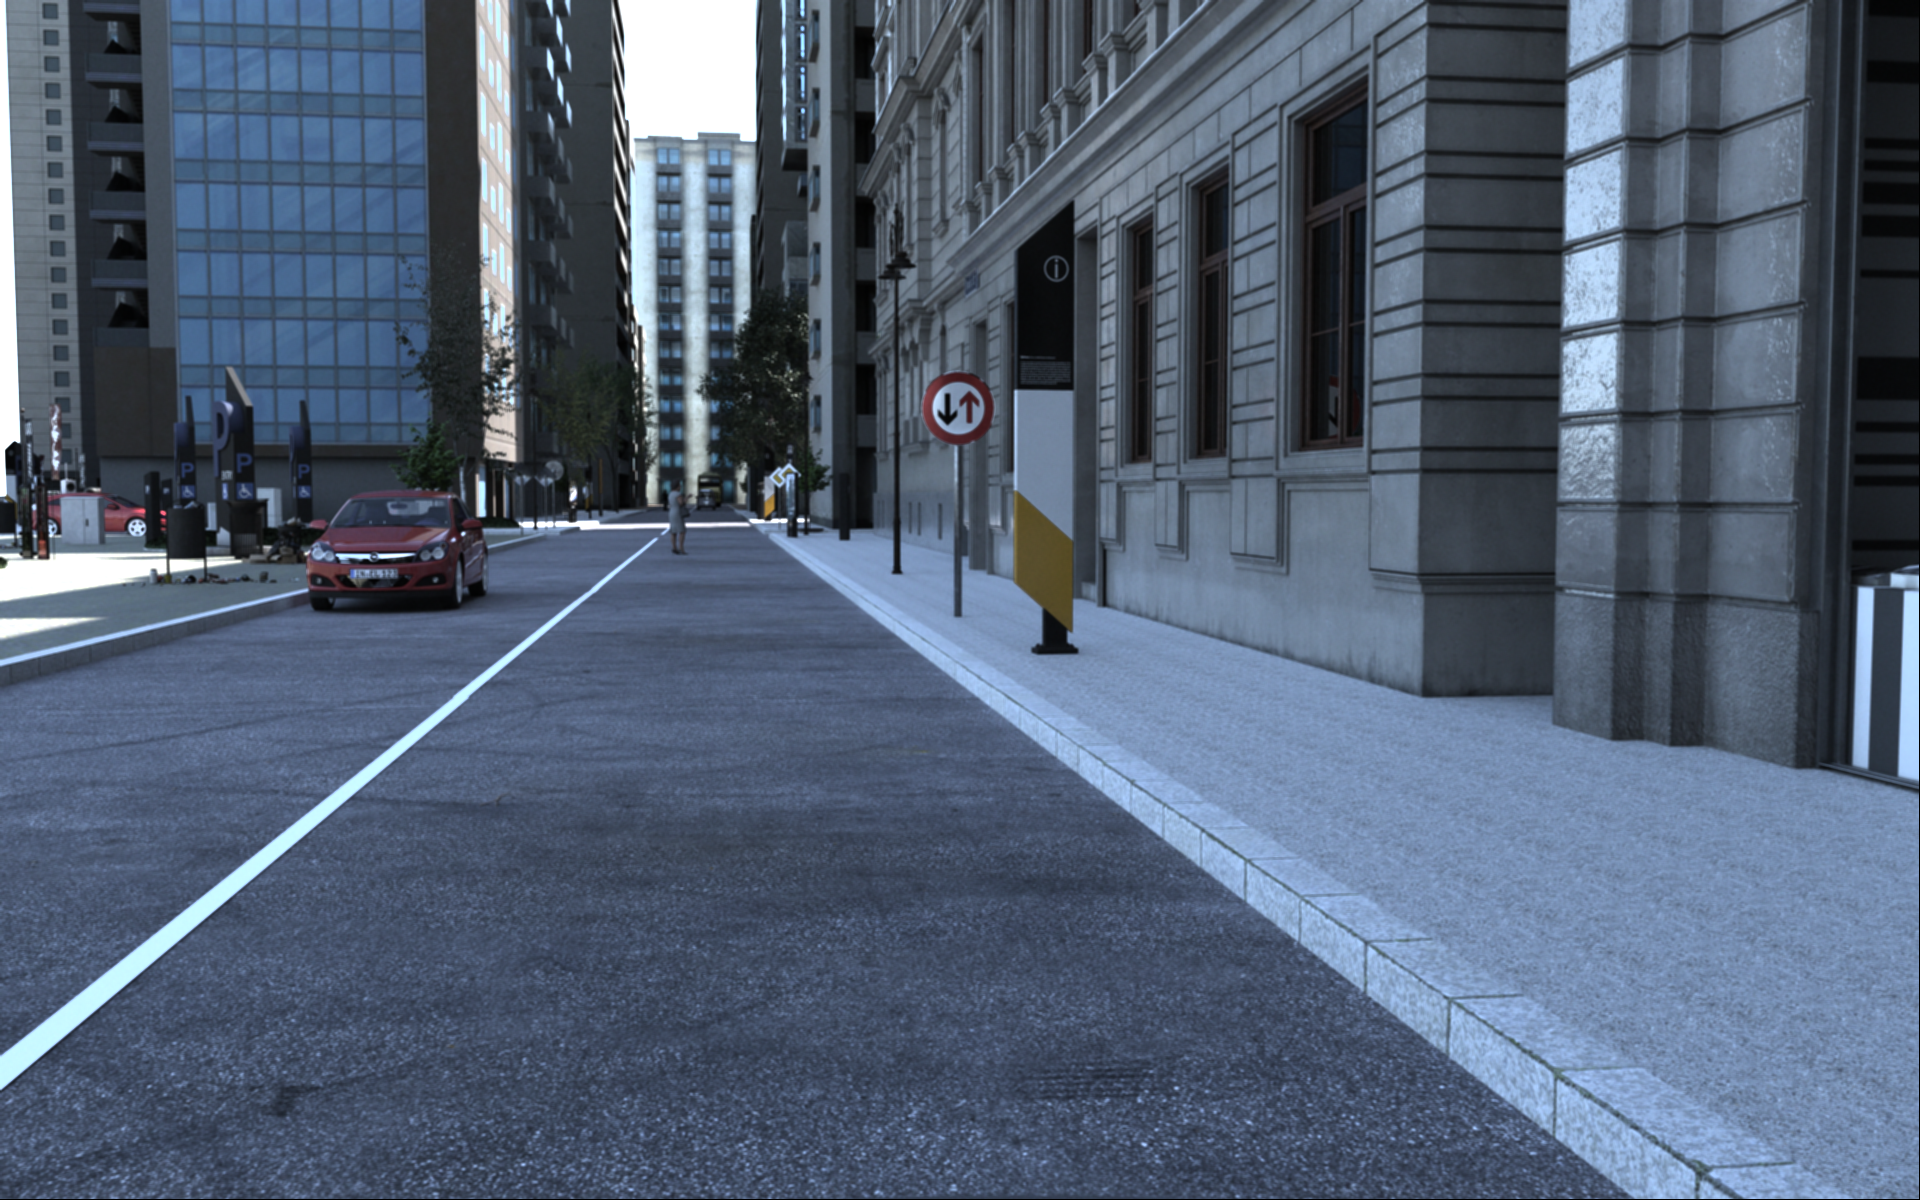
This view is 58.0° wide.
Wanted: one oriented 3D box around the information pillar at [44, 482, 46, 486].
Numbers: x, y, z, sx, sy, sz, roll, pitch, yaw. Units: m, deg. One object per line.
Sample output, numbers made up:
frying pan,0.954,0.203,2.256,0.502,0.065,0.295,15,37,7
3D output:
information pillar,-53.634,-5.919,101.268,0.304,2.012,0.304,0,4,1

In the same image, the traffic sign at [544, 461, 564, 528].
traffic sign,-15.492,-4.034,66.060,0.768,2.556,0.104,0,4,-5

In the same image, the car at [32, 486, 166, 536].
car,-27.940,-2.907,56.574,4.494,1.783,2.155,0,4,-6

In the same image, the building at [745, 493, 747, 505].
building,-8.775,-31.176,201.603,32.217,40.220,23.993,-1,4,-8

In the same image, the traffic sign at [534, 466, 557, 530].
traffic sign,-14.777,-3.558,61.808,0.795,2.450,0.064,-1,4,-8

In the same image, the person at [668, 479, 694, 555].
person,-6.583,-1.968,41.030,0.532,1.782,0.716,-3,4,-38

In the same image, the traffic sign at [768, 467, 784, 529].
traffic sign,-6.564,-3.628,62.961,0.795,2.450,0.064,-1,4,-8

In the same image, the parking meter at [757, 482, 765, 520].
parking meter,-9.861,-4.902,85.860,0.255,1.863,0.399,2,4,34

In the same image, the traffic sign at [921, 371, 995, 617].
traffic sign,-0.020,-1.097,18.041,0.768,2.556,0.104,0,4,-5

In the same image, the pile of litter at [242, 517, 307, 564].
pile of litter,-12.615,-1.111,32.135,1.176,0.858,1.719,-3,5,-42

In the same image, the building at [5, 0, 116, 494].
building,-89.866,-46.051,191.183,20.611,71.187,20.563,-1,4,-8

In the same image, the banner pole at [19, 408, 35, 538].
banner pole,-27.216,-3.703,50.557,0.863,3.779,0.401,3,4,39

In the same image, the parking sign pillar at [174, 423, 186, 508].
parking sign pillar,-20.988,-3.578,46.971,1.447,3.967,1.447,-2,4,-27

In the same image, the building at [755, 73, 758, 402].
building,-12.575,-29.556,166.842,14.154,41.232,14.086,-1,4,-8

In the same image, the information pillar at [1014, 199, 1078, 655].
information pillar,0.684,-1.375,13.831,0.504,3.616,0.183,-1,4,-13

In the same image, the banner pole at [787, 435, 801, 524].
banner pole,-7.170,-5.143,74.097,0.401,3.779,0.863,-3,5,-41

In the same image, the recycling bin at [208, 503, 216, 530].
recycling bin,-21.486,-2.315,50.408,0.722,1.027,0.722,-2,4,-23

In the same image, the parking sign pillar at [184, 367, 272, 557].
parking sign pillar,-15.156,-2.917,36.168,1.447,3.967,1.447,-3,5,-40

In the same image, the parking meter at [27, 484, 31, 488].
parking meter,-35.817,-3.744,66.927,0.399,1.863,0.255,0,4,-7

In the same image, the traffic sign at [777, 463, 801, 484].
traffic sign,-5.430,-3.145,55.057,0.795,2.450,0.064,-1,4,-8

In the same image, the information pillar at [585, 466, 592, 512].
information pillar,-26.275,-8.019,122.458,0.504,3.616,0.183,-1,4,-22

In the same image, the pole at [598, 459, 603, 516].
pole,-20.693,-6.474,99.692,0.158,3.312,0.155,0,3,0

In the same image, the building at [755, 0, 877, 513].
building,-6.557,-32.158,149.488,21.300,48.544,21.600,-1,4,-8

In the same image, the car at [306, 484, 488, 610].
car,-7.337,-0.843,22.822,2.155,1.783,4.494,-1,4,-9

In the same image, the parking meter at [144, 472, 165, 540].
parking meter,-20.990,-2.405,45.025,0.399,1.863,0.255,3,5,39

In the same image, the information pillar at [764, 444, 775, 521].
information pillar,-8.960,-5.499,81.262,0.504,3.616,0.183,-1,4,-14

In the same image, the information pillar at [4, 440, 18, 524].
information pillar,-41.304,-5.139,75.383,0.504,3.616,0.183,0,4,6

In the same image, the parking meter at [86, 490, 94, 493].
parking meter,-48.869,-5.439,97.346,0.372,1.533,0.369,0,3,0

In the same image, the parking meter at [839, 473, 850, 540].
parking meter,-3.213,-2.598,48.194,0.255,1.863,0.399,0,4,4

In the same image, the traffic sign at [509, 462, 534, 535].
traffic sign,-13.643,-3.074,53.903,0.795,2.450,0.064,-1,4,-8

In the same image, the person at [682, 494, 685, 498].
person,-22.514,-7.835,139.790,0.799,1.438,0.628,0,4,0

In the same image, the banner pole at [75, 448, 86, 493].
banner pole,-47.862,-6.374,94.230,0.863,3.779,0.401,1,4,22

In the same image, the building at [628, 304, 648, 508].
building,-45.368,-19.884,170.146,27.650,21.520,28.899,-1,4,-8

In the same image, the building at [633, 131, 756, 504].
building,-32.103,-37.431,231.610,30.456,49.044,23.786,-1,4,-8

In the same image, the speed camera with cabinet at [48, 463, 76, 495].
speed camera with cabinet,-56.736,-7.008,108.918,0.660,3.252,2.038,2,4,32

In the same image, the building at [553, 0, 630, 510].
building,-39.098,-31.856,144.555,21.300,48.544,21.600,-1,4,-8

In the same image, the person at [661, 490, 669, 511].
person,-25.615,-8.698,150.721,0.705,1.822,1.348,2,4,34

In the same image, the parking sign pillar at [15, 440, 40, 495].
parking sign pillar,-46.780,-6.014,86.794,1.447,3.967,1.447,0,4,7

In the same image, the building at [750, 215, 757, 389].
building,-14.927,-25.083,181.813,14.160,30.474,14.107,-1,4,-8

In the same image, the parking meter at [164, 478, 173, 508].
parking meter,-29.478,-3.587,64.350,0.399,1.863,0.255,-1,4,-18

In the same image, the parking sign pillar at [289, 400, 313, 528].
parking sign pillar,-18.739,-3.719,49.276,1.447,3.967,1.447,-2,4,-26
